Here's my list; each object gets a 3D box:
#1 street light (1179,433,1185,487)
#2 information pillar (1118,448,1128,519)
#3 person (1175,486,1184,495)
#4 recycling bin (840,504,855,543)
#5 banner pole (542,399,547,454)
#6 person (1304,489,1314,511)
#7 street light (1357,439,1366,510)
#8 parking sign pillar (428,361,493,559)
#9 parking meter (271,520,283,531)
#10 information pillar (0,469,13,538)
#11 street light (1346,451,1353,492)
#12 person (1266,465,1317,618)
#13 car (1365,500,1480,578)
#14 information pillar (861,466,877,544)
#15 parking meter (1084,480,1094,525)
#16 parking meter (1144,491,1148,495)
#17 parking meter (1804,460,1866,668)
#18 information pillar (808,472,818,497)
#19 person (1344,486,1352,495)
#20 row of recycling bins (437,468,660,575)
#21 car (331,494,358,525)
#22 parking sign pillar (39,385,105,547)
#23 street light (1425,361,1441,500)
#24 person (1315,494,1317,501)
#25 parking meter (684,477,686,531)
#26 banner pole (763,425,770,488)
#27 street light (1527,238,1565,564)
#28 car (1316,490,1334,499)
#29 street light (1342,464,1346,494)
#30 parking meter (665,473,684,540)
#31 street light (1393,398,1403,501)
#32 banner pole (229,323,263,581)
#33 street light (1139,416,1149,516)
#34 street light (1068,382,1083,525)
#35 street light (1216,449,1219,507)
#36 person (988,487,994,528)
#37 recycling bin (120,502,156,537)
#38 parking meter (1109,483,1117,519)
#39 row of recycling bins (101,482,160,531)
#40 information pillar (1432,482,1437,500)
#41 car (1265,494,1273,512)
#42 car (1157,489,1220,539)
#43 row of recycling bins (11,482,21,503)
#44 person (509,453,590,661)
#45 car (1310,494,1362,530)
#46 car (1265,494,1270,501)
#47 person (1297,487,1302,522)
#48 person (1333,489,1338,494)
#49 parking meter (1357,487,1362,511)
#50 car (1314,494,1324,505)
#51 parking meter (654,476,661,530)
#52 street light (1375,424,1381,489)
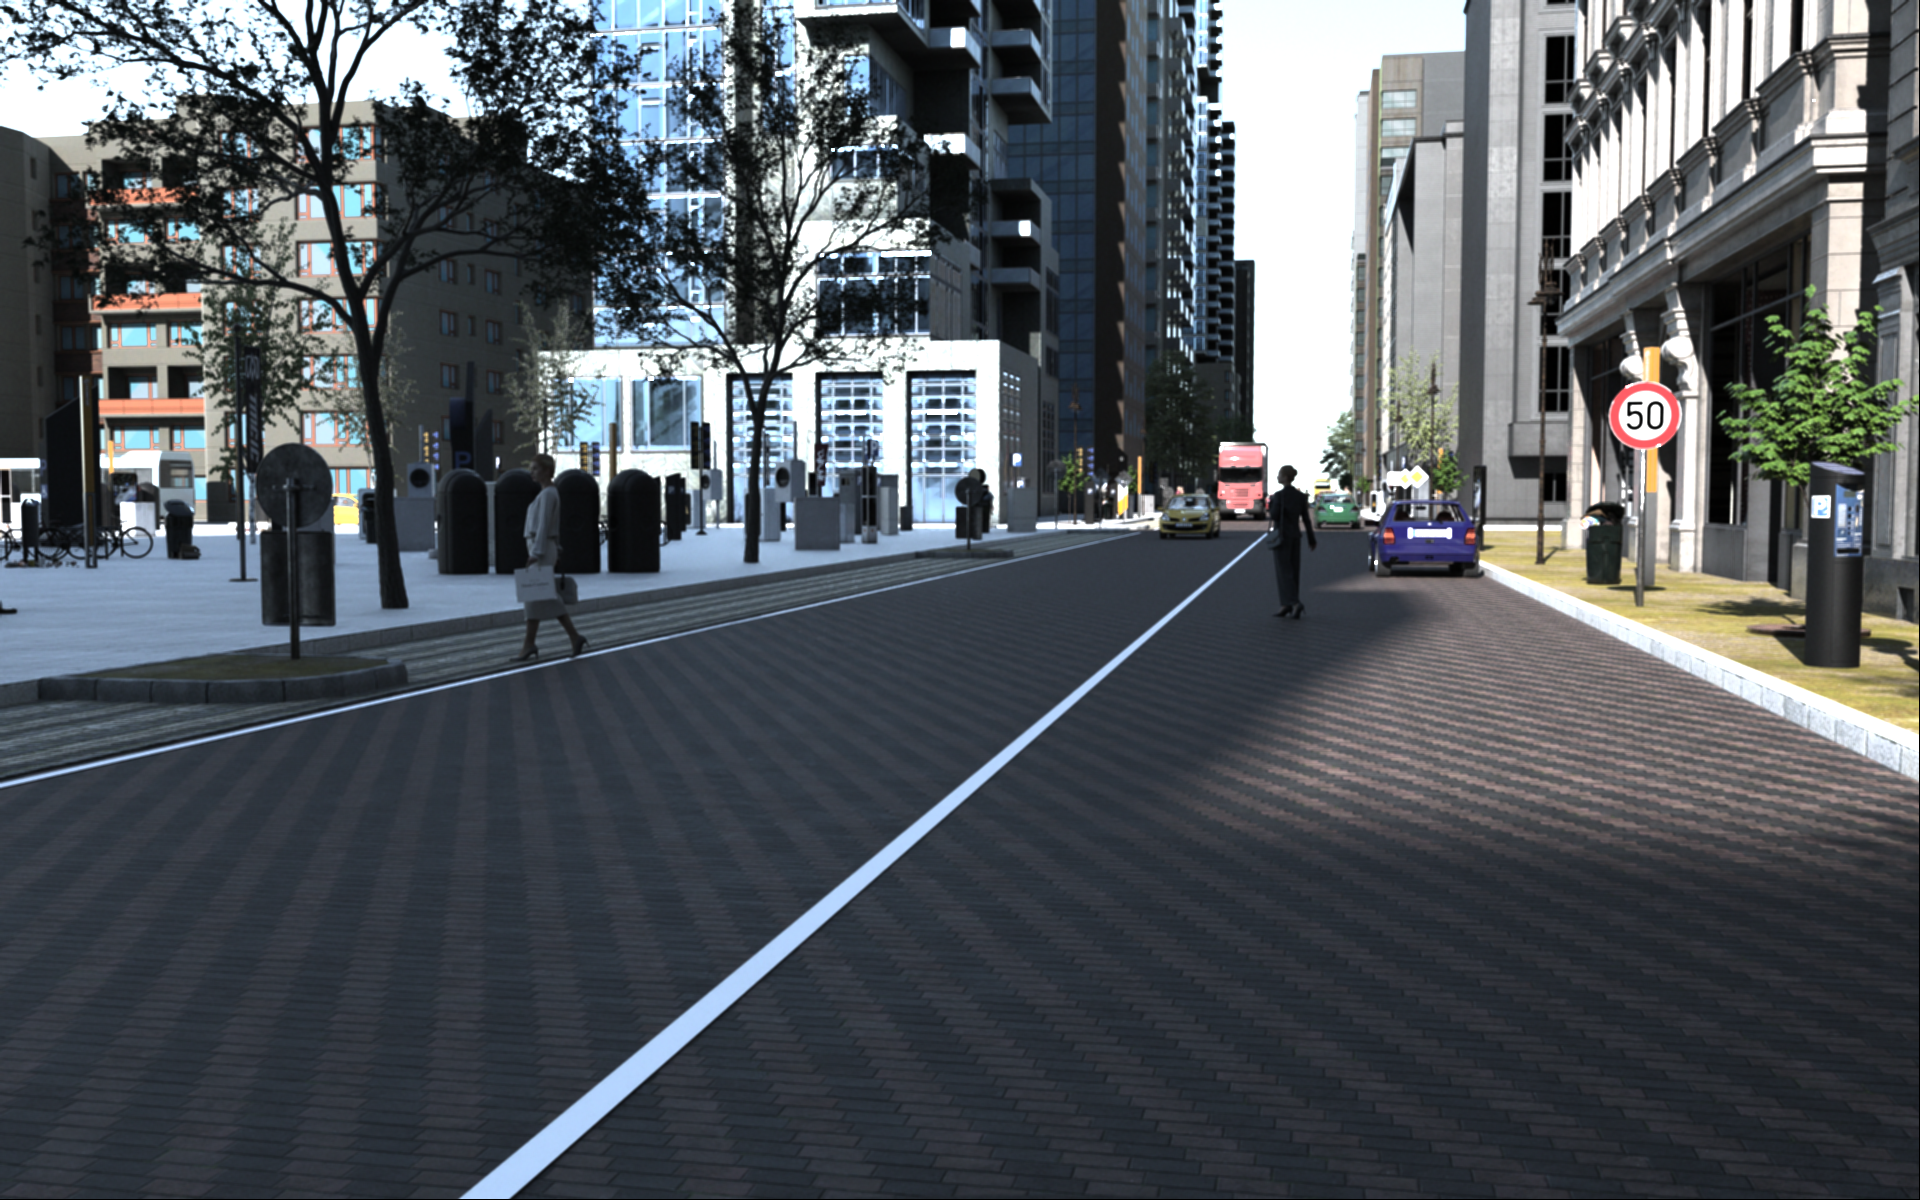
[{"bbox_3d":[16.694,-9.627,130.183,0.468,5.910,1.993,1,4,11],"label":"street light"},{"bbox_3d":[8.228,-5.886,87.592,0.504,3.616,0.183,-1,4,-16],"label":"information pillar"},{"bbox_3d":[11.246,-4.890,88.419,0.573,1.828,0.580,-3,5,-43],"label":"person"},{"bbox_3d":[-3.223,-2.030,45.738,0.722,1.027,0.722,1,4,15],"label":"recycling bin"},{"bbox_3d":[-10.942,-3.408,45.732,0.401,3.779,0.863,-1,4,-16],"label":"banner pole"},{"bbox_3d":[30.159,-8.723,150.751,1.348,1.869,0.705,0,4,-1],"label":"person"},{"bbox_3d":[33.027,-10.351,142.025,0.468,5.910,1.993,1,4,11],"label":"street light"},{"bbox_3d":[-9.913,-2.823,34.636,1.447,3.967,1.447,-1,4,-13],"label":"parking sign pillar"},{"bbox_3d":[-14.726,-1.937,37.389,0.255,1.863,0.399,-1,4,-15],"label":"parking meter"},{"bbox_3d":[-27.669,-2.796,50.200,0.304,2.012,0.304,-2,4,-35],"label":"information pillar"},{"bbox_3d":[42.431,-13.158,187.917,0.468,5.910,1.993,1,4,11],"label":"street light"},{"bbox_3d":[3.854,-0.684,20.106,0.534,1.772,0.576,3,4,36],"label":"person"},{"bbox_3d":[8.268,-1.129,31.047,1.945,1.354,3.894,1,4,11],"label":"car"},{"bbox_3d":[-2.358,-2.480,45.046,0.304,2.012,0.304,-3,4,-37],"label":"information pillar"},{"bbox_3d":[5.415,-4.089,72.569,0.399,1.863,0.255,0,4,-4],"label":"parking meter"},{"bbox_3d":[13.915,-7.426,129.825,0.372,1.533,0.369,0,3,0],"label":"parking meter"},{"bbox_3d":[6.515,-0.274,12.896,0.372,1.533,0.369,0,3,0],"label":"parking meter"},{"bbox_3d":[-4.933,-3.282,58.153,0.304,2.012,0.304,0,4,-1],"label":"information pillar"},{"bbox_3d":[19.229,-4.738,85.884,0.656,1.842,0.836,3,5,39],"label":"person"},{"bbox_3d":[-6.674,-1.288,28.172,3.534,1.692,1.069,-1,4,-11],"label":"row of recycling bins"},{"bbox_3d":[-25.796,-3.890,73.828,3.980,1.641,2.015,1,4,12],"label":"car"},{"bbox_3d":[-21.808,-3.301,42.447,1.447,3.967,1.447,3,4,37],"label":"parking sign pillar"},{"bbox_3d":[16.500,-5.367,60.533,0.468,5.910,1.993,1,4,11],"label":"street light"},{"bbox_3d":[43.066,-12.082,209.265,0.599,1.433,0.991,-1,4,-10],"label":"person"},{"bbox_3d":[-9.669,-3.302,59.705,0.399,1.863,0.255,-2,4,-24],"label":"parking meter"},{"bbox_3d":[-7.008,-4.445,62.693,0.401,3.779,0.863,-2,4,-24],"label":"banner pole"},{"bbox_3d":[10.607,-3.591,31.495,0.468,5.910,1.993,1,4,11],"label":"street light"},{"bbox_3d":[37.733,-10.366,178.150,2.281,1.827,5.304,1,4,13],"label":"car"},{"bbox_3d":[48.322,-14.934,216.956,0.468,5.910,1.993,1,4,11],"label":"street light"},{"bbox_3d":[-8.022,-2.612,48.419,0.399,1.863,0.255,1,4,18],"label":"parking meter"},{"bbox_3d":[21.111,-6.773,83.531,0.468,5.910,1.993,1,4,11],"label":"street light"},{"bbox_3d":[-10.559,-2.183,25.713,0.401,3.779,0.863,1,4,8],"label":"banner pole"},{"bbox_3d":[10.680,-7.824,100.707,0.468,5.910,1.993,1,4,11],"label":"street light"},{"bbox_3d":[4.775,-6.048,71.671,0.468,5.910,1.993,1,4,11],"label":"street light"},{"bbox_3d":[26.232,-12.461,176.532,0.468,5.910,1.993,1,4,11],"label":"street light"},{"bbox_3d":[1.080,-3.757,70.023,0.694,1.812,0.767,-2,4,-33],"label":"person"},{"bbox_3d":[-24.782,-2.427,52.235,0.722,1.027,0.722,2,4,34],"label":"recycling bin"},{"bbox_3d":[7.852,-5.094,89.003,0.399,1.863,0.255,0,4,6],"label":"parking meter"},{"bbox_3d":[-29.415,-3.279,60.732,1.069,1.692,3.534,1,4,10],"label":"row of recycling bins"},{"bbox_3d":[23.128,-4.873,84.160,0.304,2.012,0.304,-2,4,-26],"label":"information pillar"},{"bbox_3d":[25.743,-8.021,140.178,2.155,1.783,4.494,1,4,13],"label":"car"},{"bbox_3d":[7.519,-2.834,56.557,2.015,1.641,3.980,1,4,13],"label":"car"},{"bbox_3d":[-31.668,-2.939,55.170,3.534,1.692,1.069,0,4,1],"label":"row of recycling bins"},{"bbox_3d":[-3.536,-0.369,14.883,0.624,1.780,0.694,0,4,3],"label":"person"},{"bbox_3d":[15.558,-3.655,71.555,2.131,1.459,4.920,1,4,11],"label":"car"},{"bbox_3d":[28.210,-9.024,157.767,2.015,1.641,3.980,1,4,10],"label":"car"},{"bbox_3d":[17.490,-4.962,89.835,0.583,1.804,0.606,1,4,9],"label":"person"},{"bbox_3d":[28.503,-7.528,131.391,0.447,1.846,0.655,0,4,4],"label":"person"},{"bbox_3d":[31.081,-7.897,134.823,0.399,1.863,0.255,1,4,17],"label":"parking meter"},{"bbox_3d":[34.589,-9.307,164.171,2.014,1.417,4.499,1,4,11],"label":"car"},{"bbox_3d":[-9.863,-3.072,55.933,0.399,1.863,0.255,-1,4,-14],"label":"parking meter"},{"bbox_3d":[27.181,-8.547,112.534,0.468,5.910,1.993,1,4,11],"label":"street light"}]
